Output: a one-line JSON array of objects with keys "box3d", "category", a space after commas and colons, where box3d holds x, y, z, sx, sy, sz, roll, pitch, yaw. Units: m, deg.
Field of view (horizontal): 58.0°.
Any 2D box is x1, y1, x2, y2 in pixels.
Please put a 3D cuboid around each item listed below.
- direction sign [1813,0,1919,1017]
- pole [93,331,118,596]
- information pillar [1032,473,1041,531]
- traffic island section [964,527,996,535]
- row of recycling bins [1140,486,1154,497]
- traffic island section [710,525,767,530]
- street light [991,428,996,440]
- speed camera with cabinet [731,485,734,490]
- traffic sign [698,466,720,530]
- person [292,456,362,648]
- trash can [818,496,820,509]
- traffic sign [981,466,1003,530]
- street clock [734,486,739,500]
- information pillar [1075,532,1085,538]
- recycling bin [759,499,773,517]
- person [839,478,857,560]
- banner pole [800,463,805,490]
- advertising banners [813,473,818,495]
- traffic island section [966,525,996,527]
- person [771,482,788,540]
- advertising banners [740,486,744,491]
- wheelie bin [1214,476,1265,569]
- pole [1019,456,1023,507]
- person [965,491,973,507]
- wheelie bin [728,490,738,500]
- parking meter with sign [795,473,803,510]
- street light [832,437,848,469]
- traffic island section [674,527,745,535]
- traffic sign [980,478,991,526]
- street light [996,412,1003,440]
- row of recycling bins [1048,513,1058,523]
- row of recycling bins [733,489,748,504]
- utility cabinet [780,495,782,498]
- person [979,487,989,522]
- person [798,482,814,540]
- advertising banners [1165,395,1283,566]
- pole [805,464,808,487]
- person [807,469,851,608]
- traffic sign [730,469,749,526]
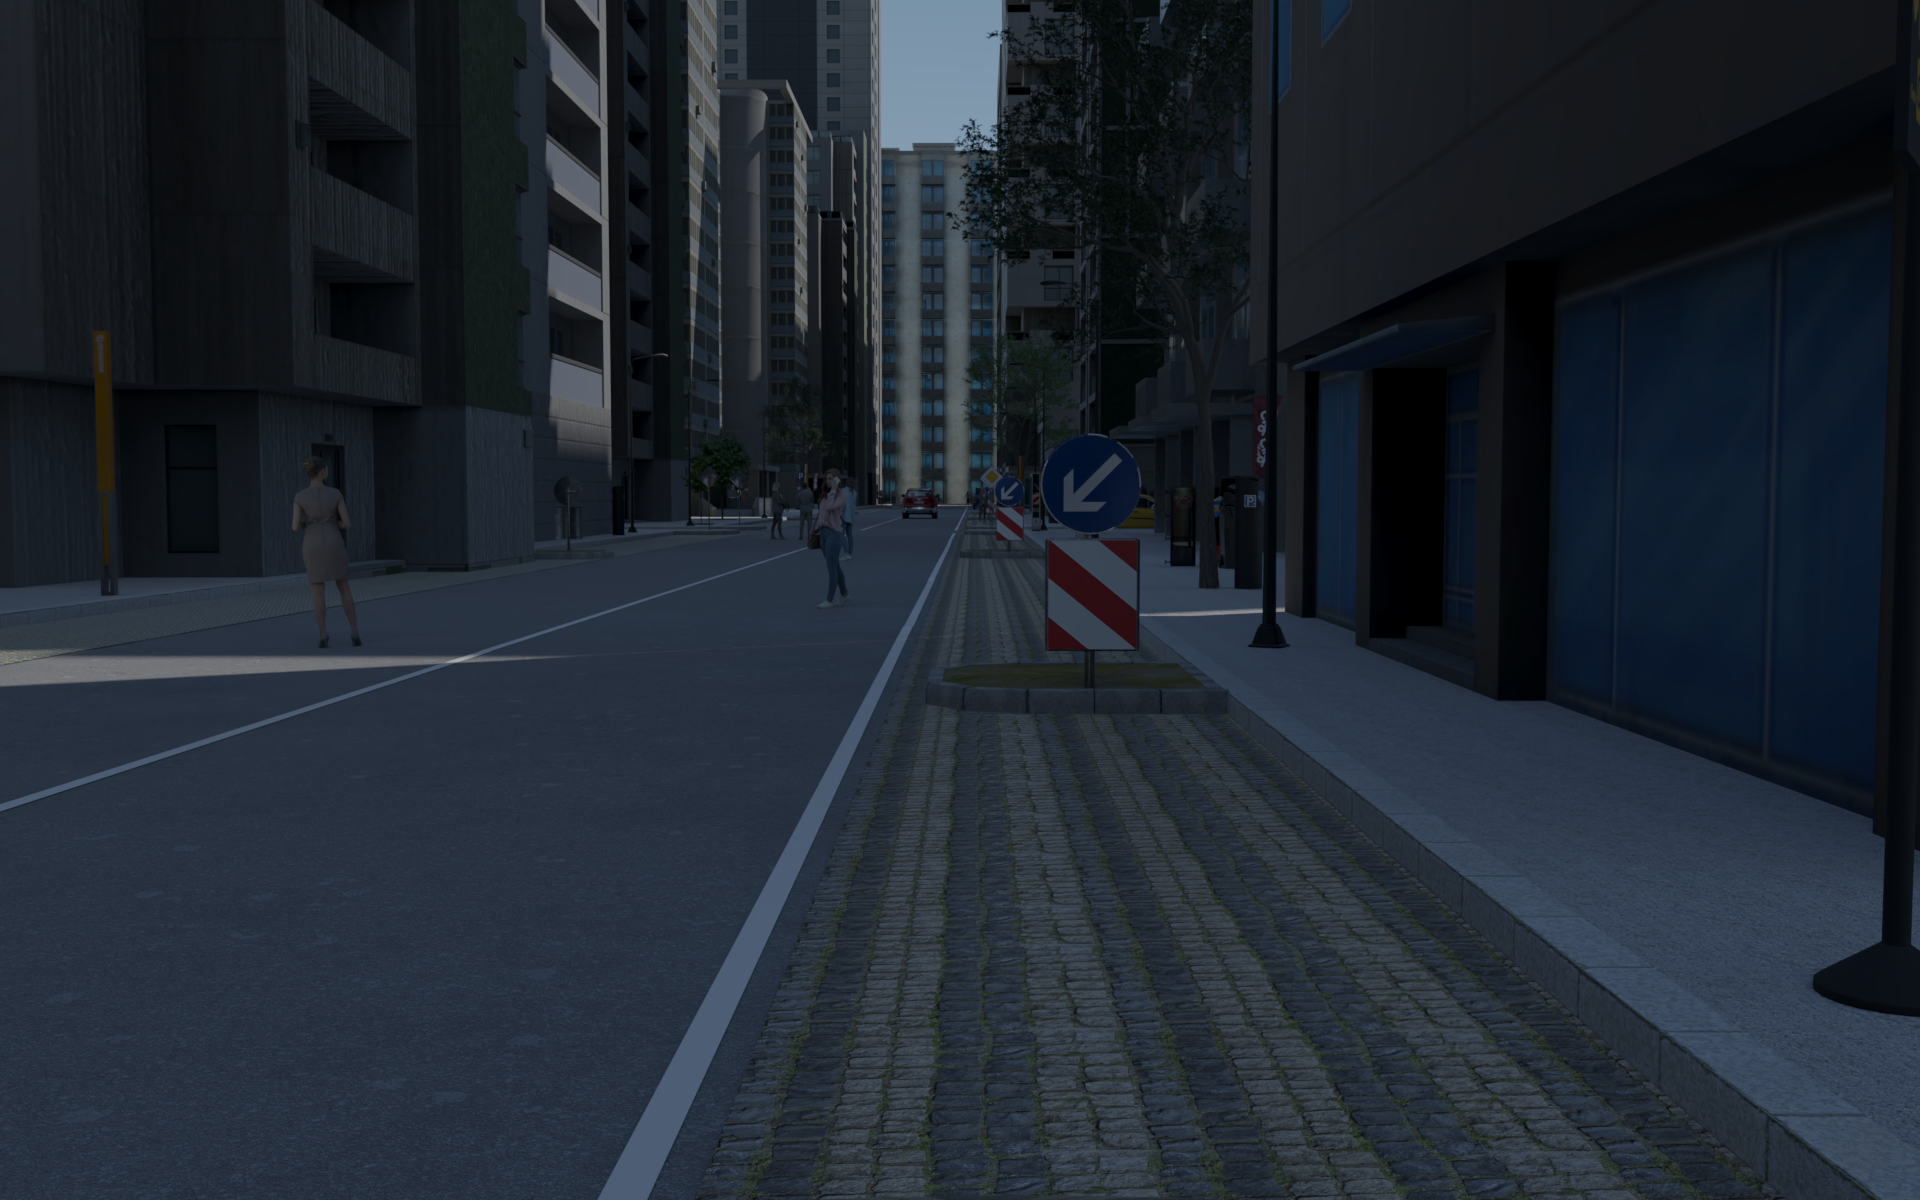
[{"box3d": [2.389, -0.754, 4.320, 0.379, 3.537, 0.876, 2, 4, 35], "category": "direction sign"}, {"box3d": [-10.763, -1.711, 21.823, 0.158, 3.312, 0.155, 0, 3, 0], "category": "pole"}, {"box3d": [2.644, -3.391, 59.942, 0.304, 2.012, 0.304, 0, 4, 8], "category": "information pillar"}, {"box3d": [1.155, -2.397, 61.475, 2.009, 0.180, 2.903, 0, 4, 0], "category": "traffic island section"}, {"box3d": [8.057, -4.578, 81.963, 3.534, 1.692, 1.069, 0, 4, -4], "category": "row of recycling bins"}, {"box3d": [-8.872, -2.891, 69.546, 2.009, 0.180, 2.903, 0, 4, 0], "category": "traffic island section"}, {"box3d": [3.082, -9.092, 121.192, 1.470, 5.913, 1.316, 0, 4, 0], "category": "street light"}, {"box3d": [-16.767, -8.557, 134.238, 2.038, 3.252, 0.660, 0, 4, 5], "category": "speed camera with cabinet"}, {"box3d": [-8.912, -3.539, 61.499, 0.795, 2.450, 0.064, 0, 4, 0], "category": "traffic sign"}, {"box3d": [-5.910, -0.448, 16.162, 0.599, 1.781, 0.374, -1, 4, -23], "category": "person"}, {"box3d": [-11.062, -7.754, 138.434, 0.748, 1.137, 0.748, 0, 3, 0], "category": "trash can"}, {"box3d": [1.131, -3.532, 61.398, 0.795, 2.450, 0.064, 0, 4, 0], "category": "traffic sign"}, {"box3d": [-16.515, -7.548, 127.972, 0.358, 2.002, 0.471, 1, 4, 11], "category": "street clock"}, {"box3d": [3.127, -2.403, 43.776, 0.304, 2.012, 0.304, 3, 5, 44], "category": "information pillar"}, {"box3d": [-10.848, -5.199, 97.553, 0.722, 1.027, 0.722, 1, 4, 21], "category": "recycling bin"}, {"box3d": [-2.452, -1.764, 37.613, 0.793, 1.790, 0.793, 0, 4, 1], "category": "person"}, {"box3d": [-12.619, -9.152, 139.645, 0.863, 3.779, 0.401, 0, 4, 3], "category": "banner pole"}, {"box3d": [-12.457, -8.951, 142.540, 2.074, 3.025, 0.090, 2, 4, 34], "category": "advertising banners"}, {"box3d": [1.219, -2.886, 69.460, 2.009, 0.180, 2.903, 0, 4, 0], "category": "traffic island section"}, {"box3d": [-5.710, -2.806, 54.564, 0.526, 1.800, 0.537, -1, 4, -10], "category": "person"}, {"box3d": [-16.161, -8.383, 133.250, 2.074, 3.025, 0.090, -2, 4, -32], "category": "advertising banners"}, {"box3d": [4.843, -1.341, 29.836, 0.980, 1.594, 0.693, 0, 4, -1], "category": "wheelie bin"}, {"box3d": [3.256, -6.021, 92.288, 0.158, 3.312, 0.155, 0, 3, 0], "category": "pole"}, {"box3d": [0.919, -11.037, 189.734, 0.721, 1.735, 1.217, -3, 5, -44], "category": "person"}, {"box3d": [-16.136, -6.998, 122.328, 0.980, 1.594, 0.693, -1, 4, -9], "category": "wheelie bin"}, {"box3d": [-13.054, -8.855, 141.046, 0.543, 3.016, 1.738, 0, 4, 5], "category": "parking meter with sign"}, {"box3d": [-9.731, -10.241, 139.987, 1.470, 5.913, 1.316, 0, 4, 0], "category": "street light"}, {"box3d": [-8.936, -2.402, 61.561, 2.009, 0.180, 2.903, 0, 4, 0], "category": "traffic island section"}, {"box3d": [1.195, -4.021, 69.383, 0.795, 2.450, 0.064, 0, 4, 0], "category": "traffic sign"}, {"box3d": [2.935, -7.667, 97.904, 1.470, 5.913, 1.316, 0, 4, 0], "category": "street light"}, {"box3d": [5.651, -4.217, 76.069, 3.534, 1.692, 1.069, 0, 4, -1], "category": "row of recycling bins"}, {"box3d": [-16.571, -7.627, 131.813, 3.534, 1.692, 1.069, 0, 4, 7], "category": "row of recycling bins"}, {"box3d": [-15.294, -8.110, 143.766, 1.020, 1.237, 0.306, 1, 4, 14], "category": "utility cabinet"}, {"box3d": [1.227, -4.892, 88.660, 0.537, 1.800, 0.526, 0, 4, 8], "category": "person"}, {"box3d": [-4.856, -2.808, 54.594, 0.511, 1.800, 0.466, -1, 4, -10], "category": "person"}, {"box3d": [4.675, -2.109, 30.671, 2.074, 3.025, 0.090, 0, 4, -3], "category": "advertising banners"}, {"box3d": [-10.413, -7.568, 117.582, 0.158, 3.312, 0.155, 0, 3, 0], "category": "pole"}, {"box3d": [-1.587, -0.784, 21.904, 0.643, 1.750, 0.593, -2, 4, -35], "category": "person"}, {"box3d": [-8.848, -4.027, 69.484, 0.795, 2.450, 0.064, 0, 4, 0], "category": "traffic sign"}]
